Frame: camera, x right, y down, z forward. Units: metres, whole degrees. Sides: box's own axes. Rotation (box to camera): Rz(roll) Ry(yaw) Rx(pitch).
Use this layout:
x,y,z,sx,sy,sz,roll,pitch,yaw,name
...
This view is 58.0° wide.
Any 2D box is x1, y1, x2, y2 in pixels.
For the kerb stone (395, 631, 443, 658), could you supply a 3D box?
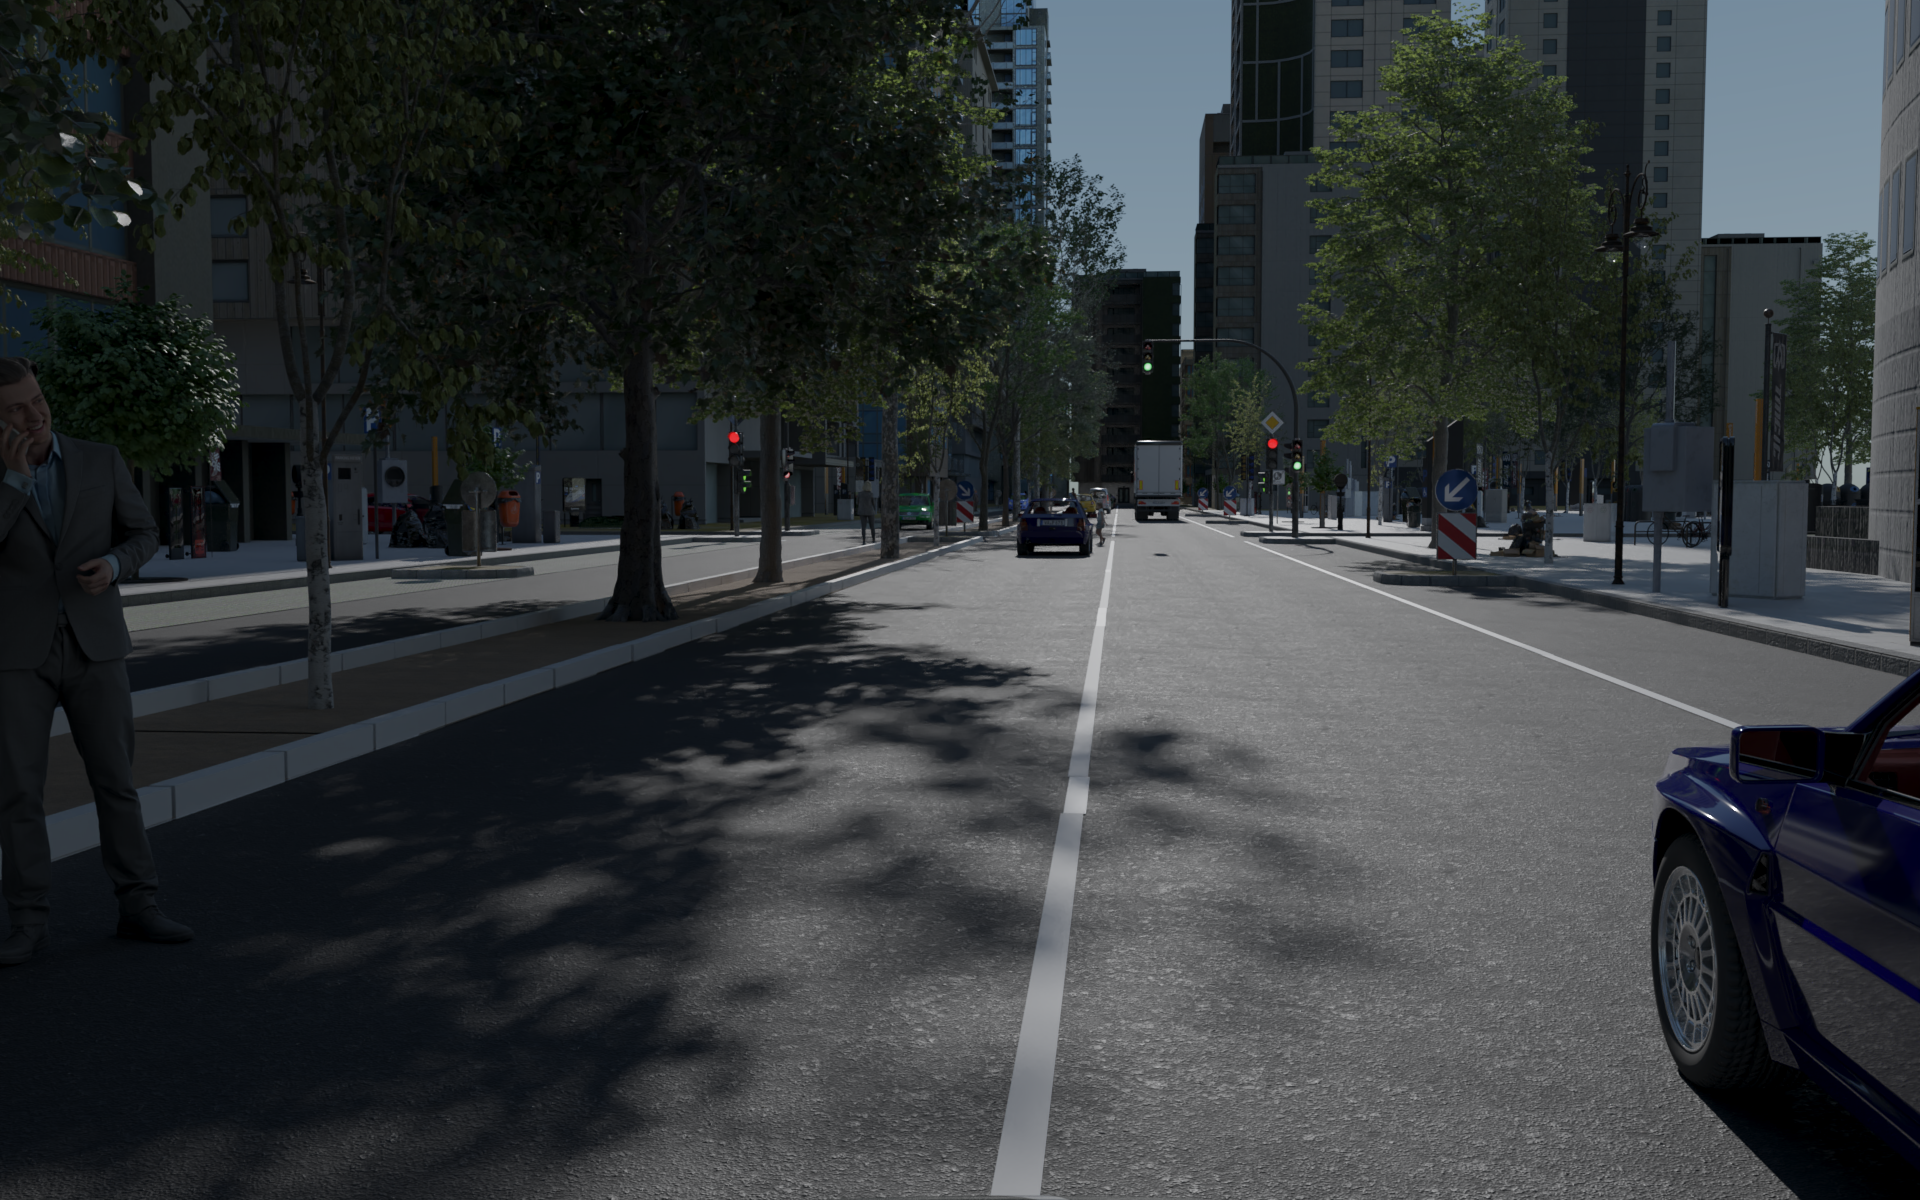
x,y,z,sx,sy,sz,roll,pitch,yaw,name
-4.901,0.410,15.485,0.120,0.150,1.000,0,4,5,kerb stone

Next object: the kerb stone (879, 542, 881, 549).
x,y,z,sx,sy,sz,roll,pitch,yaw,name
-2.171,-1.401,45.105,0.120,0.150,1.000,0,4,5,kerb stone

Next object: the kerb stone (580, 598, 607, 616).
x,y,z,sx,sy,sz,roll,pitch,yaw,name
-4.436,0.100,20.582,0.120,0.150,1.000,0,4,5,kerb stone

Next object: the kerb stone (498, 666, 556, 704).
x,y,z,sx,sy,sz,roll,pitch,yaw,name
-3.096,0.612,12.236,0.120,0.150,1.000,0,4,5,kerb stone

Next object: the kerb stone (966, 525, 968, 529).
x,y,z,sx,sy,sz,roll,pitch,yaw,name
0.119,-2.930,70.108,0.120,0.150,1.000,0,4,5,kerb stone

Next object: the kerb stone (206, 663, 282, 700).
x,y,z,sx,sy,sz,roll,pitch,yaw,name
-5.184,0.598,12.425,0.120,0.150,1.000,0,4,5,kerb stone

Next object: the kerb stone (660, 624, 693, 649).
x,y,z,sx,sy,sz,roll,pitch,yaw,name
-2.720,0.359,16.329,0.120,0.150,1.000,0,4,5,kerb stone

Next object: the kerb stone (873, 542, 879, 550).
x,y,z,sx,sy,sz,roll,pitch,yaw,name
-2.263,-1.339,44.087,0.120,0.150,1.000,0,4,5,kerb stone

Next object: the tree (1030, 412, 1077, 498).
x,y,z,sx,sy,sz,roll,pitch,yaw,name
6.639,-10.645,126.872,4.360,8.622,3.978,0,3,0,tree

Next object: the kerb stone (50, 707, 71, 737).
x,y,z,sx,sy,sz,roll,pitch,yaw,name
-5.368,0.723,10.372,0.120,0.150,1.000,0,4,5,kerb stone

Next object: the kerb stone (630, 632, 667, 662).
x,y,z,sx,sy,sz,roll,pitch,yaw,name
-2.800,0.424,15.302,0.120,0.150,1.000,0,4,5,kerb stone

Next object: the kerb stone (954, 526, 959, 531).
x,y,z,sx,sy,sz,roll,pitch,yaw,name
-0.250,-2.680,66.022,0.120,0.150,1.000,0,4,5,kerb stone

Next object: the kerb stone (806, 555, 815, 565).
x,y,z,sx,sy,sz,roll,pitch,yaw,name
-3.120,-0.777,34.896,0.120,0.150,1.000,0,4,5,kerb stone

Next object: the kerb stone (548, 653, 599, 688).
x,y,z,sx,sy,sz,roll,pitch,yaw,name
-2.991,0.547,13.255,0.120,0.150,1.000,0,4,5,kerb stone

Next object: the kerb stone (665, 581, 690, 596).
x,y,z,sx,sy,sz,roll,pitch,yaw,name
-4.058,-0.146,24.664,0.120,0.150,1.000,0,4,5,kerb stone

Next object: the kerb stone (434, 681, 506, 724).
x,y,z,sx,sy,sz,roll,pitch,yaw,name
-3.190,0.672,11.206,0.120,0.150,1.000,0,4,5,kerb stone

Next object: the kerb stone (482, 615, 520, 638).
x,y,z,sx,sy,sz,roll,pitch,yaw,name
-4.714,0.286,17.522,0.120,0.150,1.000,0,4,5,kerb stone

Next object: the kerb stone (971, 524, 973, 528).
x,y,z,sx,sy,sz,roll,pitch,yaw,name
0.320,-3.056,72.158,0.120,0.150,1.000,0,4,5,kerb stone

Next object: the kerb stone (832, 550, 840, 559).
x,y,z,sx,sy,sz,roll,pitch,yaw,name
-2.827,-0.962,37.948,0.120,0.150,1.000,0,4,5,kerb stone

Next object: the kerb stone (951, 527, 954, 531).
x,y,z,sx,sy,sz,roll,pitch,yaw,name
-0.437,-2.555,63.971,0.120,0.150,1.000,0,4,5,kerb stone

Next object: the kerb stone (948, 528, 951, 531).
x,y,z,sx,sy,sz,roll,pitch,yaw,name
-0.535,-2.493,62.953,0.120,0.150,1.000,0,4,5,kerb stone

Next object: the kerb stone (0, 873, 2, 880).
x,y,z,sx,sy,sz,roll,pitch,yaw,name
-3.657,0.985,6.089,0.120,0.150,1.000,0,4,5,kerb stone

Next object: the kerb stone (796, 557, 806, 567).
x,y,z,sx,sy,sz,roll,pitch,yaw,name
-3.203,-0.715,33.878,0.120,0.150,1.000,0,4,5,kerb stone

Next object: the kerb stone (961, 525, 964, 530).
x,y,z,sx,sy,sz,roll,pitch,yaw,name
-0.060,-2.806,68.067,0.120,0.150,1.000,0,4,5,kerb stone

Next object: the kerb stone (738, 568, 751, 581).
x,y,z,sx,sy,sz,roll,pitch,yaw,name
-3.678,-0.399,28.780,0.120,0.150,1.000,0,4,5,kerb stone

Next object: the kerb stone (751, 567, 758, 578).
x,y,z,sx,sy,sz,roll,pitch,yaw,name
-3.582,-0.465,29.797,0.120,0.150,1.000,0,4,5,kerb stone

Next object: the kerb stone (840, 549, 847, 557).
x,y,z,sx,sy,sz,roll,pitch,yaw,name
-2.747,-1.027,38.983,0.120,0.150,1.000,0,4,5,kerb stone

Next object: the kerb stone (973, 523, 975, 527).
x,y,z,sx,sy,sz,roll,pitch,yaw,name
0.415,-3.116,73.178,0.120,0.150,1.000,0,4,5,kerb stone

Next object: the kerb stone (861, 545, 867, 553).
x,y,z,sx,sy,sz,roll,pitch,yaw,name
-2.451,-1.214,42.046,0.120,0.150,1.000,0,4,5,kerb stone

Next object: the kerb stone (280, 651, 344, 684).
x,y,z,sx,sy,sz,roll,pitch,yaw,name
-5.084,0.538,13.445,0.120,0.150,1.000,0,4,5,kerb stone

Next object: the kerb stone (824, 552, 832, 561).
x,y,z,sx,sy,sz,roll,pitch,yaw,name
-2.929,-0.901,36.931,0.120,0.150,1.000,0,4,5,kerb stone

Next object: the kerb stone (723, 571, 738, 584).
x,y,z,sx,sy,sz,roll,pitch,yaw,name
-3.760,-0.339,27.736,0.120,0.150,1.000,0,4,5,kerb stone

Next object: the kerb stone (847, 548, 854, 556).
x,y,z,sx,sy,sz,roll,pitch,yaw,name
-2.641,-1.088,40.003,0.120,0.150,1.000,0,4,5,kerb stone

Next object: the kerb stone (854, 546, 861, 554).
x,y,z,sx,sy,sz,roll,pitch,yaw,name
-2.549,-1.152,41.027,0.120,0.150,1.000,0,4,5,kerb stone

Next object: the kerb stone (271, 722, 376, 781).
x,y,z,sx,sy,sz,roll,pitch,yaw,name
-3.374,0.798,9.156,0.120,0.150,1.000,0,4,5,kerb stone

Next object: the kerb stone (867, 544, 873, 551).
x,y,z,sx,sy,sz,roll,pitch,yaw,name
-2.365,-1.276,43.064,0.120,0.150,1.000,0,4,5,kerb stone

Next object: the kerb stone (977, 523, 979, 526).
x,y,z,sx,sy,sz,roll,pitch,yaw,name
0.597,-3.237,75.221,0.120,0.150,1.000,0,4,5,kerb stone

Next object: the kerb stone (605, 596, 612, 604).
x,y,z,sx,sy,sz,roll,pitch,yaw,name
-4.340,0.039,21.607,0.120,0.150,1.000,0,4,5,kerb stone

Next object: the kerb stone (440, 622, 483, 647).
x,y,z,sx,sy,sz,roll,pitch,yaw,name
-4.809,0.348,16.505,0.120,0.150,1.000,0,4,5,kerb stone

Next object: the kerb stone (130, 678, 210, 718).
x,y,z,sx,sy,sz,roll,pitch,yaw,name
-5.276,0.661,11.400,0.120,0.150,1.000,0,4,5,kerb stone

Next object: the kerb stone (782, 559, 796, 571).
x,y,z,sx,sy,sz,roll,pitch,yaw,name
-3.303,-0.652,32.858,0.120,0.150,1.000,0,4,5,kerb stone

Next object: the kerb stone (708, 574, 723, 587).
x,y,z,sx,sy,sz,roll,pitch,yaw,name
-3.862,-0.276,26.720,0.120,0.150,1.000,0,4,5,kerb stone

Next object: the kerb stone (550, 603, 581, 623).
x,y,z,sx,sy,sz,roll,pitch,yaw,name
-4.520,0.161,19.557,0.120,0.150,1.000,0,4,5,kerb stone

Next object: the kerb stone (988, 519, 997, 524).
x,y,z,sx,sy,sz,roll,pitch,yaw,name
1.637,-3.929,86.458,0.120,0.150,1.000,0,4,5,kerb stone

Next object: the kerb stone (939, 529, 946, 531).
x,y,z,sx,sy,sz,roll,pitch,yaw,name
-0.619,-2.431,61.935,0.120,0.150,1.000,0,4,5,kerb stone

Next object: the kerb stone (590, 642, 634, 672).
x,y,z,sx,sy,sz,roll,pitch,yaw,name
-2.911,0.485,14.274,0.120,0.150,1.000,0,4,5,kerb stone

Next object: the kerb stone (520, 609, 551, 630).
x,y,z,sx,sy,sz,roll,pitch,yaw,name
-4.624,0.227,18.541,0.120,0.150,1.000,0,4,5,kerb stone

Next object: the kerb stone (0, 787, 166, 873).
x,y,z,sx,sy,sz,roll,pitch,yaw,name
-3.564,0.925,7.107,0.120,0.150,1.000,0,4,5,kerb stone

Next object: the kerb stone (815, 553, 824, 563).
x,y,z,sx,sy,sz,roll,pitch,yaw,name
-3.017,-0.839,35.913,0.120,0.150,1.000,0,4,5,kerb stone

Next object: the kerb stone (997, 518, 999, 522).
x,y,z,sx,sy,sz,roll,pitch,yaw,name
1.724,-3.993,87.481,0.120,0.150,1.000,0,4,5,kerb stone

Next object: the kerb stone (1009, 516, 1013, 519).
x,y,z,sx,sy,sz,roll,pitch,yaw,name
3.139,-4.929,102.778,0.120,0.150,1.000,0,4,5,kerb stone

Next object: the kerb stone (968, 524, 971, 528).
x,y,z,sx,sy,sz,roll,pitch,yaw,name
0.228,-2.993,71.135,0.120,0.150,1.000,0,4,5,kerb stone

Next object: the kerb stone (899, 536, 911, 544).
x,y,z,sx,sy,sz,roll,pitch,yaw,name
-1.619,-1.776,51.227,0.120,0.150,1.000,0,4,5,kerb stone

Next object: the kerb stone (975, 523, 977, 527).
x,y,z,sx,sy,sz,roll,pitch,yaw,name
0.507,-3.179,74.197,0.120,0.150,1.000,0,4,5,kerb stone

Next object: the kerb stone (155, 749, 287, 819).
x,y,z,sx,sy,sz,roll,pitch,yaw,name
-3.466,0.861,8.124,0.120,0.150,1.000,0,4,5,kerb stone

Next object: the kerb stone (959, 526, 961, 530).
x,y,z,sx,sy,sz,roll,pitch,yaw,name
-0.153,-2.743,67.046,0.120,0.150,1.000,0,4,5,kerb stone

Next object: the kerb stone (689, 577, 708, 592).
x,y,z,sx,sy,sz,roll,pitch,yaw,name
-3.956,-0.214,25.688,0.120,0.150,1.000,0,4,5,kerb stone

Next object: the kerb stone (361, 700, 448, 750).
x,y,z,sx,sy,sz,roll,pitch,yaw,name
-3.278,0.735,10.180,0.120,0.150,1.000,0,4,5,kerb stone

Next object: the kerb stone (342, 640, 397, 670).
x,y,z,sx,sy,sz,roll,pitch,yaw,name
-4.988,0.474,14.462,0.120,0.150,1.000,0,4,5,kerb stone
